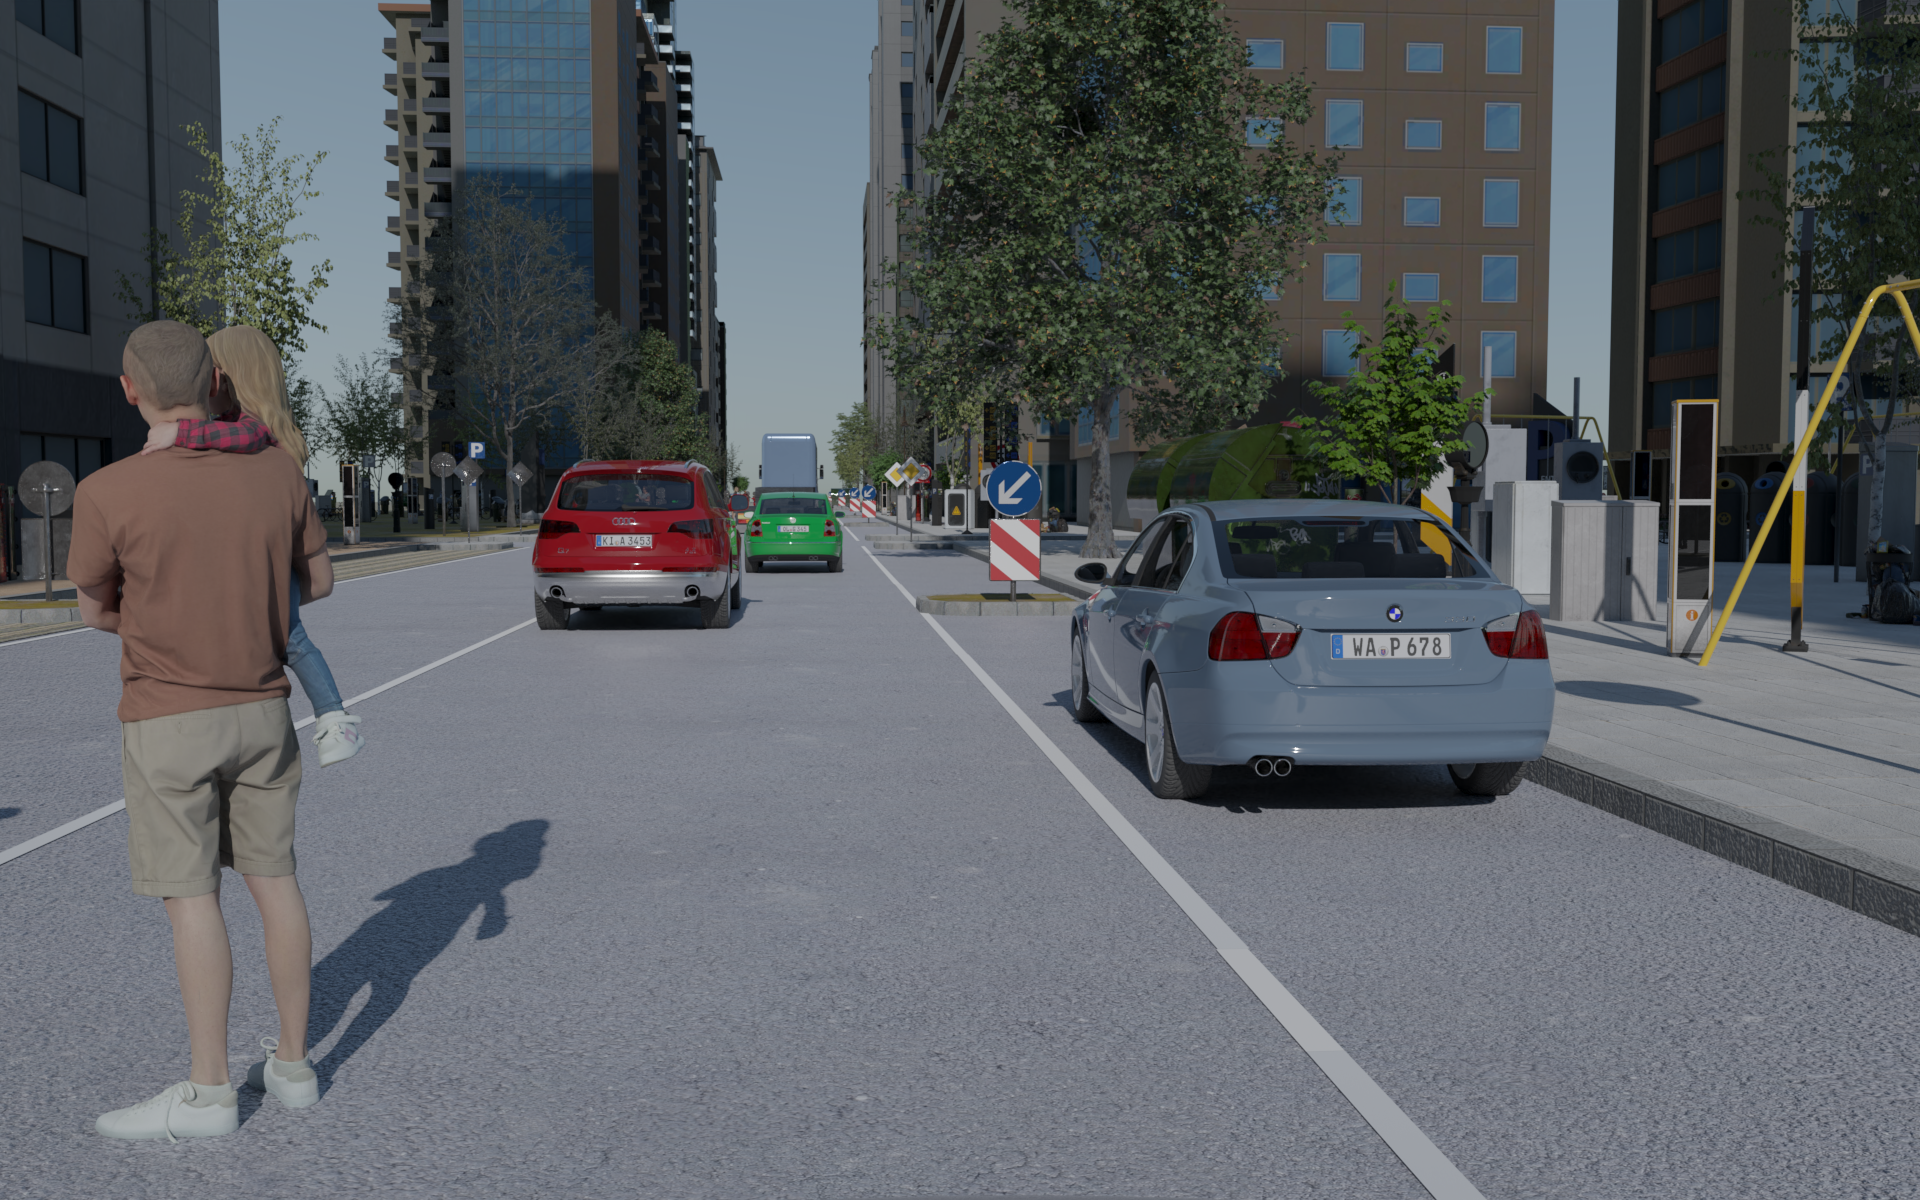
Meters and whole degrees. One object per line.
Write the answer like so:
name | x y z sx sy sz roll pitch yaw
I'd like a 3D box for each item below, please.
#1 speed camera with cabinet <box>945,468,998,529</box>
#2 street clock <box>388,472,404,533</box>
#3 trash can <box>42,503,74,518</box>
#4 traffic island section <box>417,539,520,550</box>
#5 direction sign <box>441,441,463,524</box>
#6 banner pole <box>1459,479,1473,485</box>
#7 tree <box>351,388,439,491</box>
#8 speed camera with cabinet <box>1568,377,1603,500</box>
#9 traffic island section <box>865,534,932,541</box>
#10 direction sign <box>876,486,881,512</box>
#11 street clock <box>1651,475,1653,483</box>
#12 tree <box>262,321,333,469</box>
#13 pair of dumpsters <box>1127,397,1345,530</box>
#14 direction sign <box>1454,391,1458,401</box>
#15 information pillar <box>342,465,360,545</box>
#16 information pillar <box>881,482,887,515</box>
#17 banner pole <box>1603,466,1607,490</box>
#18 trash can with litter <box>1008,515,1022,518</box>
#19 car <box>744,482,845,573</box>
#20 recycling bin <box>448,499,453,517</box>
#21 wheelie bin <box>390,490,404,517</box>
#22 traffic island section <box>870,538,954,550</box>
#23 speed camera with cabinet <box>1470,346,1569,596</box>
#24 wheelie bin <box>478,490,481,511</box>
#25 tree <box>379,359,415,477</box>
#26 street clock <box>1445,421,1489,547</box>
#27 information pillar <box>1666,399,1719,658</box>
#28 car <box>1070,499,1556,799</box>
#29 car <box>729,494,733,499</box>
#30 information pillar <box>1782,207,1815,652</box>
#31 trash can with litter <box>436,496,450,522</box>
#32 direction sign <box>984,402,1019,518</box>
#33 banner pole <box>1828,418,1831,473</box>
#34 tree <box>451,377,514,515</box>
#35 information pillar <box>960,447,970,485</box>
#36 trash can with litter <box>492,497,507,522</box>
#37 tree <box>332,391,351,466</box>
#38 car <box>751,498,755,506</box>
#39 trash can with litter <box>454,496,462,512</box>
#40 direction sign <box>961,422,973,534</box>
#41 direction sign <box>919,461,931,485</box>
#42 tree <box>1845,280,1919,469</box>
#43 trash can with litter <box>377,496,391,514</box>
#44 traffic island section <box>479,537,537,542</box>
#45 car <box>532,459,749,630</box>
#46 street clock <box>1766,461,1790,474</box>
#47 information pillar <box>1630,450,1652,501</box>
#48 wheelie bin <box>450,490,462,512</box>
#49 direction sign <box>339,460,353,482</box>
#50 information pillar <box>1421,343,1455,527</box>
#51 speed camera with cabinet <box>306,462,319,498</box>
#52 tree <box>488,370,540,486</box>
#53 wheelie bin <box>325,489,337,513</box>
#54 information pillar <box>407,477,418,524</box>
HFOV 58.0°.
speed camera with cabinet | 0.489 -4.194 62.901 2.038 3.252 0.660 1 4 18
street clock | -18.761 -3.246 57.646 0.471 2.002 0.358 0 4 0
trash can | -14.613 -1.014 28.233 0.748 1.137 0.748 0 3 0
traffic island section | -12.829 -1.401 45.188 2.009 0.180 2.903 0 4 -5
direction sign | -21.826 -5.048 74.535 0.876 3.537 0.379 -1 4 -15
banner pole | 16.370 -3.990 55.247 0.863 3.779 0.401 0 4 5
tree | -36.754 -10.000 113.858 4.360 8.622 3.978 0 3 0
speed camera with cabinet | 9.736 -2.135 29.247 2.038 3.252 0.660 0 4 4
traffic island section | -1.944 -1.946 54.104 2.009 0.180 2.903 0 4 -5
direction sign | -5.948 -8.222 126.428 0.379 3.537 0.876 3 5 43
street clock | 22.825 -3.254 57.766 0.471 2.002 0.358 1 4 14
tree | -30.312 -7.600 74.625 4.360 8.622 3.978 0 3 0
pair of dumpsters | 3.036 -1.035 19.423 1.574 2.255 4.437 0 4 -5
direction sign | 10.521 -2.811 37.952 0.876 3.537 0.379 -2 4 -24
information pillar | -15.300 -2.387 43.513 0.304 2.012 0.304 0 4 4
information pillar | -4.611 -6.158 105.170 0.304 2.012 0.304 -1 4 -14
banner pole | 49.776 -8.805 133.971 0.863 3.779 0.401 0 4 1
trash can with litter | 2.159 -2.972 59.972 1.055 1.170 0.624 0 4 5
car | -3.144 -1.472 32.862 1.959 1.807 4.718 0 4 -5
recycling bin | -29.122 -5.229 98.042 0.722 1.027 0.722 -2 4 -26
wheelie bin | -31.093 -5.376 95.803 0.693 1.594 0.980 -2 4 -30
traffic island section | -1.278 -1.460 46.147 2.009 0.180 2.903 0 4 -5
speed camera with cabinet | 7.233 -1.729 22.605 0.660 3.252 2.038 0 4 2
wheelie bin | -35.222 -7.244 126.339 0.980 1.594 0.693 -1 4 -13
tree | -30.882 -8.478 88.984 4.737 8.622 4.395 0 3 0
street clock | 5.011 -0.773 17.201 0.471 2.002 0.358 -3 5 -40
information pillar | 5.760 -0.559 13.635 0.304 2.012 0.304 1 4 15
car | 1.690 0.155 9.474 2.014 1.417 4.499 0 4 -4
car | -24.926 -11.138 191.699 1.945 1.707 3.694 0 4 -6
information pillar | 6.820 -1.387 14.032 0.183 3.616 0.504 2 4 27
trash can with litter | -23.946 -4.214 80.283 0.624 1.170 1.055 -1 4 -15
direction sign | 1.011 -3.102 42.722 0.876 3.537 0.379 1 4 14
banner pole | 28.511 -4.089 56.869 0.401 3.779 0.863 2 4 31
tree | -29.479 -9.569 106.813 4.737 8.622 4.395 0 3 0
information pillar | 0.228 -5.085 74.492 0.504 3.616 0.183 3 5 41
trash can with litter | -20.749 -4.108 78.557 1.055 1.170 0.624 3 4 37
tree | -41.091 -9.633 107.860 4.360 8.622 3.978 0 3 0
car | -17.237 -8.757 152.210 2.155 1.783 4.494 0 4 -6
trash can with litter | -35.917 -6.863 123.604 1.055 1.170 0.624 -1 4 -9
direction sign | 0.230 -3.861 55.129 0.379 3.537 0.876 1 4 12
direction sign | -2.399 -7.770 119.038 0.876 3.537 0.379 1 4 19
tree | 25.015 -5.711 43.743 4.360 8.622 3.978 0 3 0
trash can with litter | -36.400 -5.993 109.371 0.624 1.170 1.055 1 4 10
traffic island section | -13.495 -1.888 53.146 2.009 0.180 2.903 0 4 -5
car | -3.588 -0.685 19.873 2.281 1.827 5.304 0 4 -5
street clock | 17.903 -2.040 37.928 0.358 2.002 0.471 -2 4 -34
information pillar | 11.422 -1.504 29.088 0.304 2.012 0.304 1 4 15
wheelie bin | -36.254 -7.157 124.932 0.693 1.594 0.980 2 4 31
direction sign | -41.169 -7.600 116.251 0.876 3.537 0.379 -1 4 -16
information pillar | 7.487 -2.186 27.099 0.504 3.616 0.183 2 4 30
speed camera with cabinet | -39.467 -6.741 104.543 0.660 3.252 2.038 0 4 7
tree | -23.237 -8.911 96.054 4.360 8.622 3.978 0 3 0
wheelie bin | -43.353 -6.810 119.250 0.980 1.594 0.693 3 4 36
information pillar | -23.718 -4.314 75.030 0.304 2.012 0.304 2 4 29
